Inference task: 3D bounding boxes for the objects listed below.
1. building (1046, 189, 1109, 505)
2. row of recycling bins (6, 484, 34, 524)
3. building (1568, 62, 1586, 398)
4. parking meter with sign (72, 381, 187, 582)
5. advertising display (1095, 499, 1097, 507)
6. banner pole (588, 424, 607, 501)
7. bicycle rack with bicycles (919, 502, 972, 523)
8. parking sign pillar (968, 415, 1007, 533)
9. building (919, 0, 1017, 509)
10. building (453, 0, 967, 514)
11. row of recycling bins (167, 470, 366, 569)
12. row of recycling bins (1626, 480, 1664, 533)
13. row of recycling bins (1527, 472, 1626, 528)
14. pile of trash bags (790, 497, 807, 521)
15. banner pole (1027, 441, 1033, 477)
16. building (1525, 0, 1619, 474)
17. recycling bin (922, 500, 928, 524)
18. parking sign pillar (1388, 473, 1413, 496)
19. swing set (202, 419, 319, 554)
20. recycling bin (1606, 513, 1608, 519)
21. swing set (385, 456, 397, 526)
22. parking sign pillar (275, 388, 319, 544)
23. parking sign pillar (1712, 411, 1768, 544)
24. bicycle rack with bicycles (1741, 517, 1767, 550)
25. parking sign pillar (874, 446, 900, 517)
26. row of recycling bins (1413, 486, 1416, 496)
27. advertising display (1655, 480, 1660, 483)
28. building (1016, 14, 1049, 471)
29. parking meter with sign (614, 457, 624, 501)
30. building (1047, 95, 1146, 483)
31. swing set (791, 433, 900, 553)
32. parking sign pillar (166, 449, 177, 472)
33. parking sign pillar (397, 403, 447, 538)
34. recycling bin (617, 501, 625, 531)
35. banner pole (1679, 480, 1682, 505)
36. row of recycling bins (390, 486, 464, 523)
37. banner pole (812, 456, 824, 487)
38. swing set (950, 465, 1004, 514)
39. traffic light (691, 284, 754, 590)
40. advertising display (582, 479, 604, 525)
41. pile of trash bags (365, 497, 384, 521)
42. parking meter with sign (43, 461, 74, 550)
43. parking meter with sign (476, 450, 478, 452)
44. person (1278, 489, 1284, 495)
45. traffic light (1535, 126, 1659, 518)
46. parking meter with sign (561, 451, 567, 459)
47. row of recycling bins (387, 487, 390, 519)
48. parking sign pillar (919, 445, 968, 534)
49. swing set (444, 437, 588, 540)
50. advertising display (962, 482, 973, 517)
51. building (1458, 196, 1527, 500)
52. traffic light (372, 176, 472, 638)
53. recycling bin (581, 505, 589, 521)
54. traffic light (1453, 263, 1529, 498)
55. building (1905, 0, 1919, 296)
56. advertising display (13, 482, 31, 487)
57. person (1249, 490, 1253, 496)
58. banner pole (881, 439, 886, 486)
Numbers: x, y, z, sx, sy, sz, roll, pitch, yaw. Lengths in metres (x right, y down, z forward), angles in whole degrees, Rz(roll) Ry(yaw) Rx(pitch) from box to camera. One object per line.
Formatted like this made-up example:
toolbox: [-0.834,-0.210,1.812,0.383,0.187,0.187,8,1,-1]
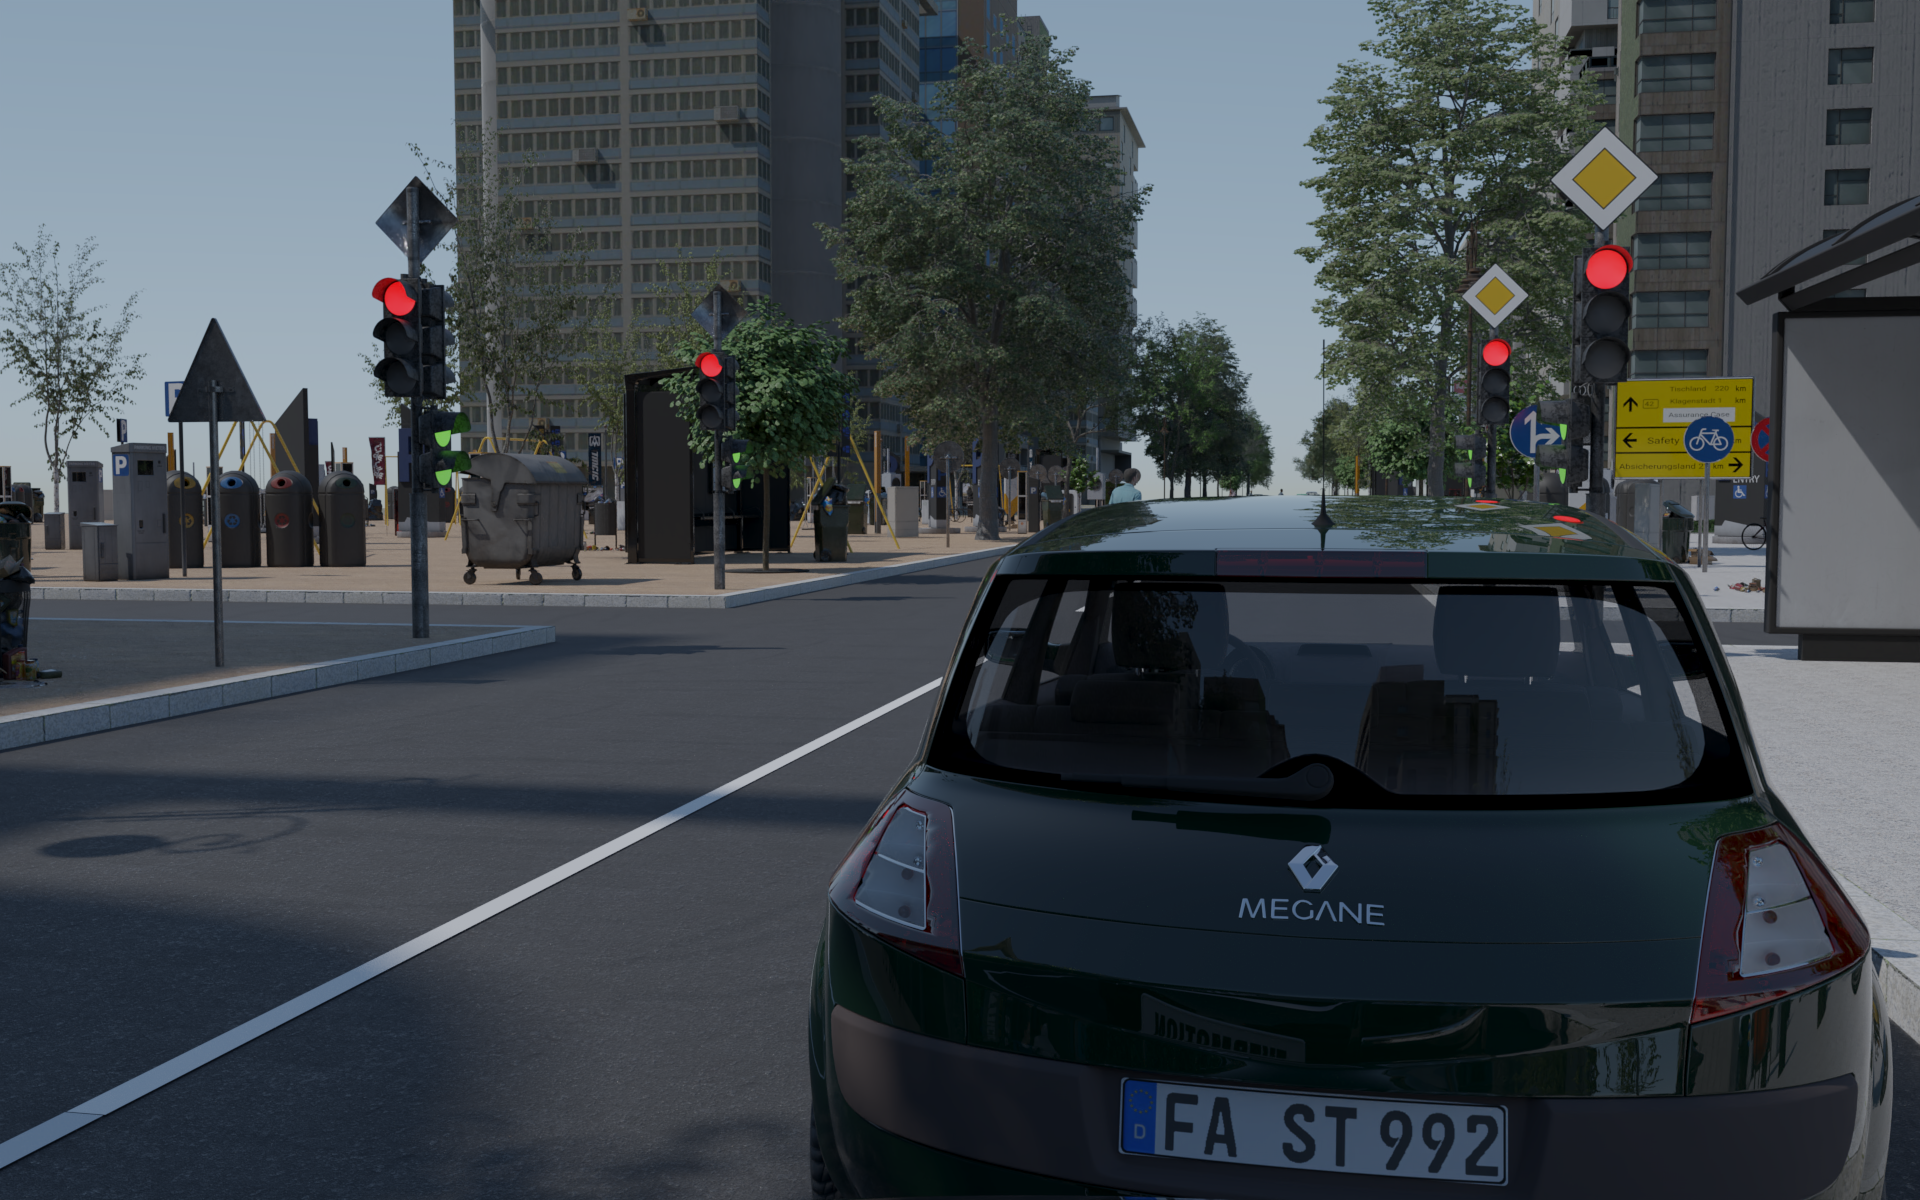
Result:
building: [3.804,-31.675,209.759,32.217,40.220,23.993,1,4,11]
row of recycling bins: [-39.861,-4.008,72.637,1.069,1.692,3.534,-1,4,-11]
building: [48.329,-21.105,116.769,14.160,30.474,14.107,1,4,11]
parking meter with sign: [-12.355,-1.821,26.031,0.543,3.016,1.738,1,4,23]
advertising display: [6.893,-4.919,85.637,0.123,1.923,0.974,-1,4,-15]
banner pole: [-12.974,-4.425,62.365,0.863,3.779,0.401,0,4,-4]
bicycle rack with bicycles: [-0.850,-3.978,78.428,2.925,0.926,2.852,-2,4,-25]
parking sign pillar: [0.867,-4.270,58.293,1.447,3.967,1.447,-1,4,-21]
building: [-3.677,-29.425,131.213,14.600,45.320,14.200,1,4,11]
building: [-15.913,-25.835,114.279,32.217,40.220,23.993,1,4,11]
row of recycling bins: [-12.289,-1.426,30.434,3.534,1.692,1.069,-1,4,-12]
row of recycling bins: [18.323,-2.435,46.923,1.069,1.692,3.534,1,4,14]
row of recycling bins: [12.081,-1.658,34.225,1.069,1.692,3.534,2,4,35]
pile of trash bags: [-8.771,-4.530,83.823,3.447,1.369,1.912,3,4,37]
banner pole: [3.256,-5.553,80.807,0.401,3.779,0.863,-1,4,-15]
building: [59.971,-33.386,135.107,28.713,52.752,27.495,1,4,11]
recycling bin: [-1.151,-3.729,73.525,0.722,1.027,0.722,2,4,26]
parking sign pillar: [17.531,-4.917,68.867,1.447,3.967,1.447,3,5,41]
swing set: [-14.282,-2.303,35.271,2.862,2.851,3.119,-1,4,-13]
recycling bin: [8.098,-0.643,23.061,0.722,1.027,0.722,-2,4,-30]
swing set: [-22.357,-4.522,71.546,3.119,2.851,2.862,-1,4,-20]
parking sign pillar: [-17.046,-3.429,44.533,1.447,3.967,1.447,3,4,36]
parking sign pillar: [20.287,-3.446,44.808,1.447,3.967,1.447,-3,4,-39]
bicycle rack with bicycles: [19.562,-1.562,38.921,2.852,0.926,2.925,-2,4,-27]
parking sign pillar: [-3.615,-5.965,86.003,1.447,3.967,1.447,0,4,-5]
row of recycling bins: [23.985,-5.162,91.511,1.069,1.692,3.534,2,4,31]
advertising display: [25.390,-3.606,64.164,0.974,1.923,0.123,3,5,40]
building: [-0.559,-28.227,145.111,14.154,41.232,14.086,1,4,11]
parking meter with sign: [-15.996,-5.309,83.058,0.543,3.016,1.738,1,4,11]
building: [9.644,-39.517,235.341,28.713,52.752,27.495,1,4,11]
swing set: [-3.255,-2.560,39.482,2.862,2.851,3.119,1,4,19]
parking sign pillar: [-47.418,-7.031,103.423,1.447,3.967,1.447,1,4,22]
parking sign pillar: [-15.939,-3.839,51.234,1.447,3.967,1.447,1,4,9]
recycling bin: [-11.584,-2.966,61.049,0.722,1.027,0.722,3,4,36]
banner pole: [30.008,-5.020,72.094,0.401,3.779,0.863,1,4,21]
row of recycling bins: [-23.290,-4.272,76.967,3.534,1.692,1.069,-2,4,-25]
banner pole: [-6.508,-5.440,78.963,0.863,3.779,0.401,-3,5,-39]
swing set: [0.835,-5.858,93.391,3.119,2.851,2.862,1,4,12]
traffic light: [-3.215,-2.095,23.177,0.839,4.253,0.868,1,4,11]
advertising display: [-15.476,-4.145,72.981,0.974,1.923,0.123,-3,4,-38]
pile of trash bags: [-28.806,-4.500,83.321,1.912,1.369,3.447,-1,4,-11]
parking meter with sign: [-20.171,-2.671,39.933,1.738,3.016,0.543,-1,4,-11]
parking meter with sign: [-18.504,-4.483,69.563,1.738,3.016,0.543,-1,4,-16]
person: [23.356,-7.172,125.743,0.705,1.826,1.348,-2,4,-26]
traffic light: [4.918,-1.498,13.406,0.839,4.253,0.868,1,4,11]
parking meter with sign: [-16.397,-4.504,69.895,0.543,3.016,1.738,0,4,5]
row of recycling bins: [-27.834,-4.891,87.076,1.069,1.692,3.534,-3,5,-44]
parking sign pillar: [-0.701,-4.138,56.128,1.447,3.967,1.447,-1,4,-12]
swing set: [-12.521,-3.120,48.635,2.862,2.851,3.119,1,4,18]
advertising display: [0.596,-5.499,95.117,0.974,1.923,0.123,1,4,9]
building: [80.291,-33.063,232.463,32.217,40.220,23.993,1,4,11]
traffic light: [-4.800,-1.616,15.350,0.839,4.253,0.868,1,4,11]
recycling bin: [-18.351,-4.383,84.221,0.722,1.027,0.722,-2,4,-25]
traffic light: [6.503,-1.976,21.233,0.839,4.253,0.868,1,4,11]
building: [37.513,-18.871,80.239,14.160,30.474,14.107,1,4,11]
advertising display: [-50.707,-5.411,93.676,0.974,1.923,0.123,0,4,7]
person: [30.734,-10.648,182.684,0.705,1.814,1.350,3,5,42]
banner pole: [-3.494,-5.429,78.780,0.401,3.779,0.863,1,4,16]
